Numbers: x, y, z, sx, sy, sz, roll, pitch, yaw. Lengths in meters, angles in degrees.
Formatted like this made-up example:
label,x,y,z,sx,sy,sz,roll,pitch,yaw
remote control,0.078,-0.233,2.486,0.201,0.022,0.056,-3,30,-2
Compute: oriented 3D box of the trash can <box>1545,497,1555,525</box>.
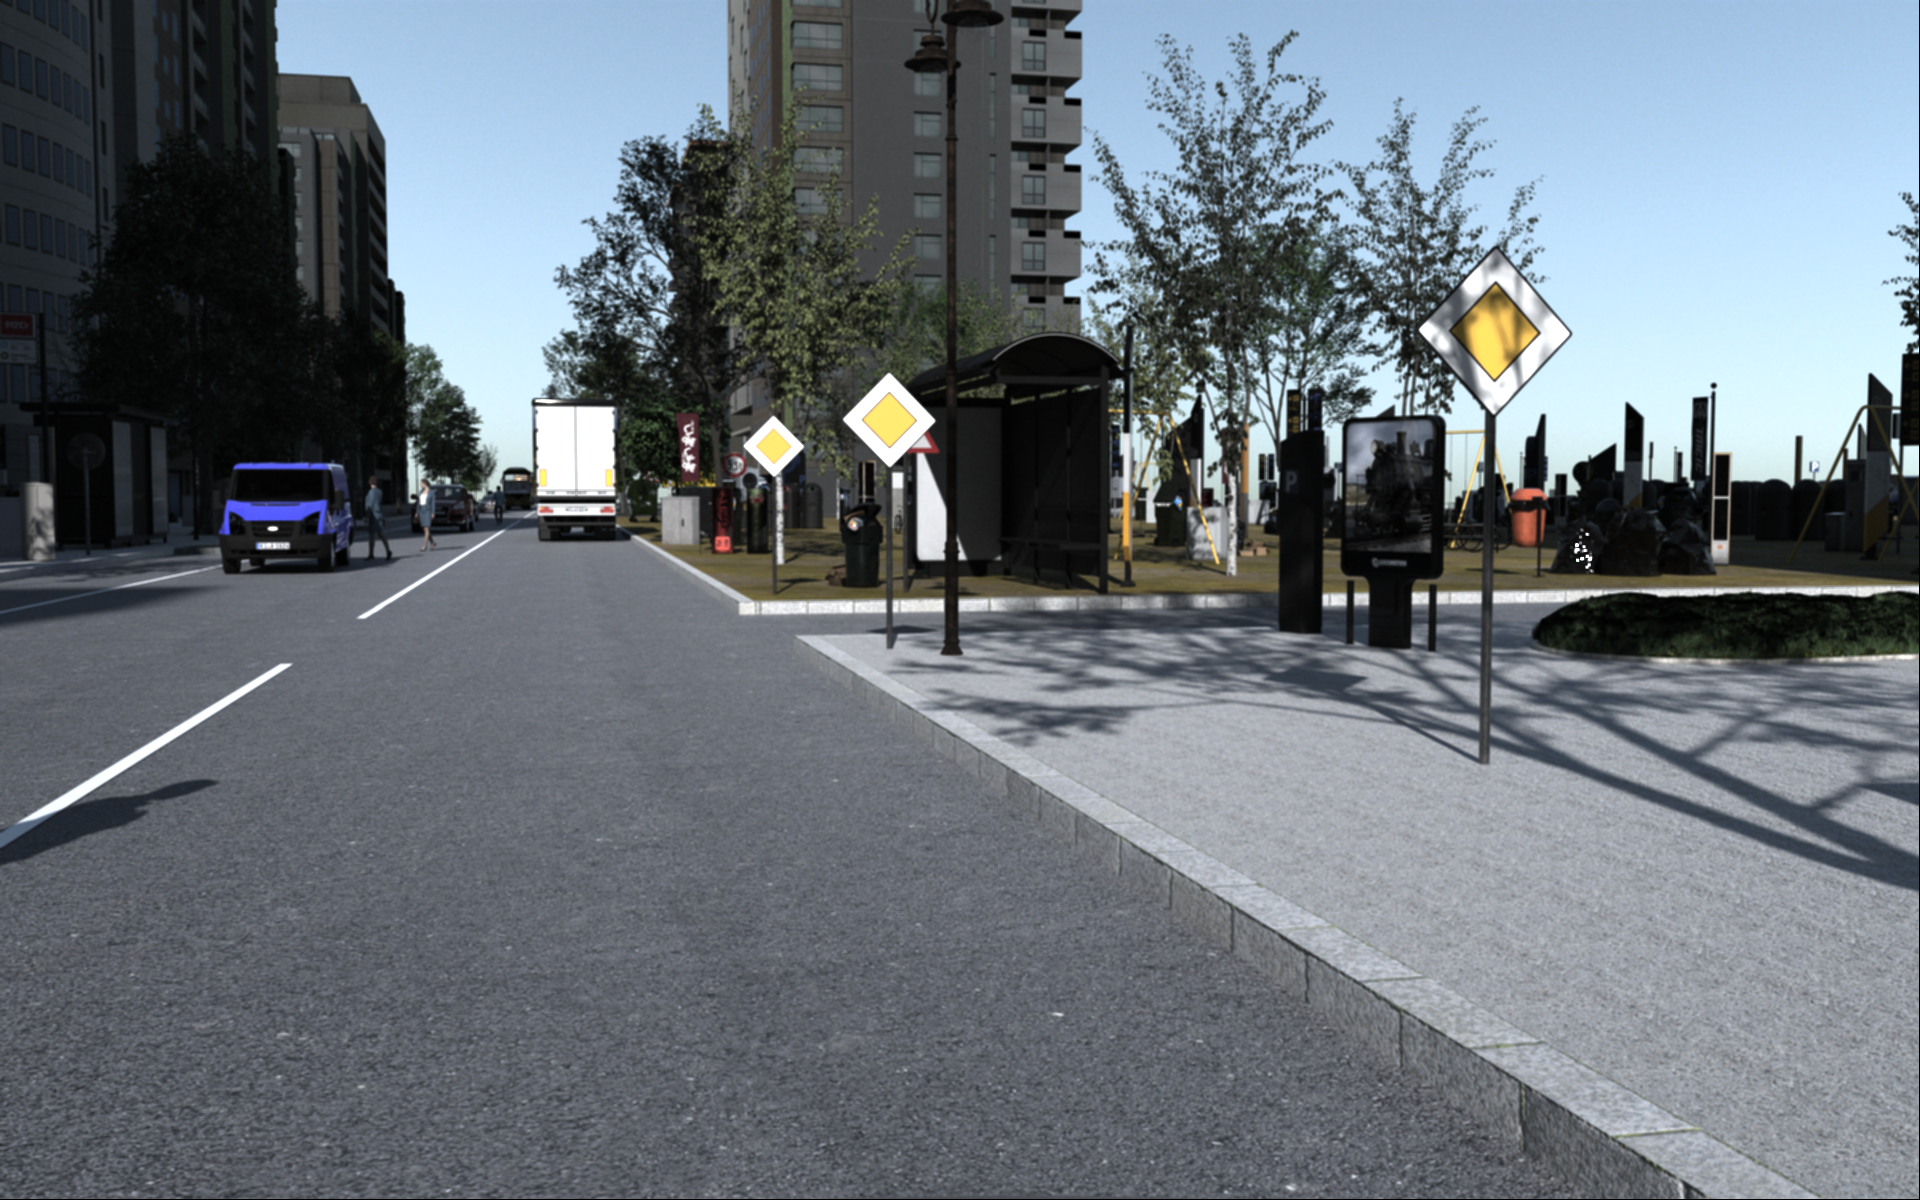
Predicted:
label,x,y,z,sx,sy,sz,roll,pitch,yaw
trash can,25.335,-3.859,74.742,0.748,1.137,0.748,0,3,0

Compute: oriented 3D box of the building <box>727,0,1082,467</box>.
label,x,y,z,sx,sy,sz,roll,pitch,yaw
building,-5.394,-34.325,150.456,28.713,52.752,27.495,-1,4,-13

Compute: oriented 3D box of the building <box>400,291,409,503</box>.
label,x,y,z,sx,sy,sz,roll,pitch,yaw
building,-83.269,-28.382,235.744,14.160,30.474,14.107,-1,4,-13

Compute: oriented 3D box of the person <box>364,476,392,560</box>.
label,x,y,z,sx,sy,sz,roll,pitch,yaw
person,-12.577,-1.762,37.329,0.654,1.822,0.581,2,4,27

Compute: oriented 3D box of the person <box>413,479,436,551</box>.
label,x,y,z,sx,sy,sz,roll,pitch,yaw
person,-13.434,-2.153,43.718,0.581,1.822,0.654,2,4,34

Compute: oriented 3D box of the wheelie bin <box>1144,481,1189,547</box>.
label,x,y,z,sx,sy,sz,roll,pitch,yaw
wheelie bin,5.152,-2.103,42.298,0.693,1.594,0.980,-3,5,-41

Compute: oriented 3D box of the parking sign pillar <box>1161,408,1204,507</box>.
label,x,y,z,sx,sy,sz,roll,pitch,yaw
parking sign pillar,6.960,-4.023,54.251,1.447,3.967,1.447,-1,4,-20

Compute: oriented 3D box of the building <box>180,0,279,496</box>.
label,x,y,z,sx,sy,sz,roll,pitch,yaw
building,-56.673,-26.877,123.026,14.154,41.232,14.086,-1,4,-13

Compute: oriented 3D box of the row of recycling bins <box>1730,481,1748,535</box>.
label,x,y,z,sx,sy,sz,roll,pitch,yaw
row of recycling bins,25.307,-2.968,55.634,1.069,1.692,3.534,3,4,37

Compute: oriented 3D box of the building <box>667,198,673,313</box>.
label,x,y,z,sx,sy,sz,roll,pitch,yaw
building,-29.197,-35.881,241.272,22.147,44.769,28.867,-1,4,-13

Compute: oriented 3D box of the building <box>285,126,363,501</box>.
label,x,y,z,sx,sy,sz,roll,pitch,yaw
building,-72.938,-30.776,186.779,14.154,41.232,14.086,-1,4,-13

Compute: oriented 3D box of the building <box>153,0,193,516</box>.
label,x,y,z,sx,sy,sz,roll,pitch,yaw
building,-51.393,-27.198,94.794,14.600,45.320,14.200,-1,4,-13

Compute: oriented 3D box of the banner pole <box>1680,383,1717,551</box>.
label,x,y,z,sx,sy,sz,roll,pitch,yaw
banner pole,16.861,-3.011,39.249,0.401,3.779,0.863,-1,4,-20

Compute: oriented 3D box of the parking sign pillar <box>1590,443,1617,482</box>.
label,x,y,z,sx,sy,sz,roll,pitch,yaw
parking sign pillar,34.083,-6.322,91.831,1.447,3.967,1.447,2,4,30

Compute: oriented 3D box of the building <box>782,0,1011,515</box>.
label,x,y,z,sx,sy,sz,roll,pitch,yaw
building,-4.932,-26.374,114.811,14.154,41.232,14.086,-1,4,-13

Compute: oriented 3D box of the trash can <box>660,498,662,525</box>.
label,x,y,z,sx,sy,sz,roll,pitch,yaw
trash can,-11.594,-3.504,68.951,0.748,1.137,0.748,0,3,0

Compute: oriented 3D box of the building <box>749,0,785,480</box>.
label,x,y,z,sx,sy,sz,roll,pitch,yaw
building,-7.870,-29.259,128.496,14.600,45.320,14.200,-1,4,-13

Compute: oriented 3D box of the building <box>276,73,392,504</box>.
label,x,y,z,sx,sy,sz,roll,pitch,yaw
building,-79.294,-35.454,203.373,21.300,48.544,21.600,-1,4,-13

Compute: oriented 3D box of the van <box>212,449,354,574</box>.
label,x,y,z,sx,sy,sz,roll,pitch,yaw
van,-12.762,-1.748,32.962,2.240,2.365,5.245,-1,4,-15

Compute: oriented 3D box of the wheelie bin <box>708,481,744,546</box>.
label,x,y,z,sx,sy,sz,roll,pitch,yaw
wheelie bin,-5.782,-2.137,42.852,0.980,1.594,0.693,3,5,39

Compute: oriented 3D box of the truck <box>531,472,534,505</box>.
label,x,y,z,sx,sy,sz,roll,pitch,yaw
truck,-56.401,-14.383,224.068,2.839,4.237,11.283,-1,4,-12

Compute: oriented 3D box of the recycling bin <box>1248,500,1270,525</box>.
label,x,y,z,sx,sy,sz,roll,pitch,yaw
recycling bin,12.659,-3.721,73.389,0.722,1.027,0.722,2,4,30

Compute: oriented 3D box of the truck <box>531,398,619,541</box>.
label,x,y,z,sx,sy,sz,roll,pitch,yaw
truck,-12.455,-4.125,56.357,2.839,4.237,11.283,-1,4,-12

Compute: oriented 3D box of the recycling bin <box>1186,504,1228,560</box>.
label,x,y,z,sx,sy,sz,roll,pitch,yaw
recycling bin,4.906,-1.308,33.946,0.722,1.027,0.722,2,4,32

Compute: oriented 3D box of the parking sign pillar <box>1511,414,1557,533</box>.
label,x,y,z,sx,sy,sz,roll,pitch,yaw
parking sign pillar,19.210,-4.244,57.854,1.447,3.967,1.447,2,4,27

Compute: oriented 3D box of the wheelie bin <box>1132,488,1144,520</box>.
label,x,y,z,sx,sy,sz,roll,pitch,yaw
wheelie bin,8.811,-4.674,84.332,0.980,1.594,0.693,0,4,-6

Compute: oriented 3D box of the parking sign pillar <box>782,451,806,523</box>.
label,x,y,z,sx,sy,sz,roll,pitch,yaw
parking sign pillar,-7.530,-5.470,77.899,1.447,3.967,1.447,3,5,42

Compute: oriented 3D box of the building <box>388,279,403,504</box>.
label,x,y,z,sx,sy,sz,roll,pitch,yaw
building,-80.106,-27.543,222.021,14.160,30.474,14.107,-1,4,-13

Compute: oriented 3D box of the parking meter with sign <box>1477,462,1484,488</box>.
label,x,y,z,sx,sy,sz,roll,pitch,yaw
parking meter with sign,28.766,-5.938,93.355,0.543,3.016,1.738,-3,5,-43

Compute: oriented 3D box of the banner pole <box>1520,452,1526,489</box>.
label,x,y,z,sx,sy,sz,roll,pitch,yaw
banner pole,33.554,-6.910,103.000,0.401,3.779,0.863,-3,5,-39

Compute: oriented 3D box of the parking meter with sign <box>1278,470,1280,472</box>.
label,x,y,z,sx,sy,sz,roll,pitch,yaw
parking meter with sign,17.785,-5.921,93.075,0.543,3.016,1.738,3,5,44

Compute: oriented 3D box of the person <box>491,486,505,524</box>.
label,x,y,z,sx,sy,sz,roll,pitch,yaw
person,-21.795,-4.483,81.808,0.660,1.820,0.620,-3,4,-37

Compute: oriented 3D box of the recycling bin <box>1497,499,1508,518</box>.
label,x,y,z,sx,sy,sz,roll,pitch,yaw
recycling bin,27.190,-4.577,87.384,0.722,1.027,0.722,2,4,28

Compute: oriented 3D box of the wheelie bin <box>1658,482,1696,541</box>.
label,x,y,z,sx,sy,sz,roll,pitch,yaw
wheelie bin,19.296,-2.363,46.543,0.980,1.594,0.693,0,4,-4

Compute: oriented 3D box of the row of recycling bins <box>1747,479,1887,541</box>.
label,x,y,z,sx,sy,sz,roll,pitch,yaw
row of recycling bins,23.840,-2.492,47.853,3.534,1.692,1.069,0,4,-2

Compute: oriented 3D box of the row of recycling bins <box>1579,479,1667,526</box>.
label,x,y,z,sx,sy,sz,roll,pitch,yaw
row of recycling bins,18.538,-2.505,48.075,3.534,1.692,1.069,-2,4,-34

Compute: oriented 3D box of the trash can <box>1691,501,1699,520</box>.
label,x,y,z,sx,sy,sz,roll,pitch,yaw
trash can,35.990,-4.495,85.151,0.748,1.137,0.748,0,3,0

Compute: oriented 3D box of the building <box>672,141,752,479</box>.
label,x,y,z,sx,sy,sz,roll,pitch,yaw
building,-22.761,-34.163,213.183,22.147,44.769,28.867,-1,4,-13

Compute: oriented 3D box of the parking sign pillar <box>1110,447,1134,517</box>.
label,x,y,z,sx,sy,sz,roll,pitch,yaw
parking sign pillar,9.302,-6.784,99.383,1.447,3.967,1.447,0,4,3

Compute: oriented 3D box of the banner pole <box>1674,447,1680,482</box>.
label,x,y,z,sx,sy,sz,roll,pitch,yaw
banner pole,37.765,-6.187,91.181,0.401,3.779,0.863,-1,4,-10

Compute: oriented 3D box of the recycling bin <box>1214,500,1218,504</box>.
label,x,y,z,sx,sy,sz,roll,pitch,yaw
recycling bin,11.054,-3.954,77.204,0.722,1.027,0.722,-1,4,-12

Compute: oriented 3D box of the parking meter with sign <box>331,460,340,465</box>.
label,x,y,z,sx,sy,sz,roll,pitch,yaw
parking meter with sign,-32.392,-5.643,88.523,1.738,3.016,0.543,3,5,40

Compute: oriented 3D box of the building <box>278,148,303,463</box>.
label,x,y,z,sx,sy,sz,roll,pitch,yaw
building,-60.724,-22.349,137.100,14.160,30.474,14.107,-1,4,-13

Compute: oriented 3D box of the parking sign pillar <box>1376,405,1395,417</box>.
label,x,y,z,sx,sy,sz,roll,pitch,yaw
parking sign pillar,12.438,-3.910,52.393,1.447,3.967,1.447,0,4,6

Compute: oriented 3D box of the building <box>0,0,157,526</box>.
label,x,y,z,sx,sy,sz,roll,pitch,yaw
building,-46.550,-32.197,68.427,21.231,58.520,28.212,-1,4,-13

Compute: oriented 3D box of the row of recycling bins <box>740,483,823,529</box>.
label,x,y,z,sx,sy,sz,roll,pitch,yaw
row of recycling bins,-6.746,-3.483,64.064,3.534,1.692,1.069,1,4,14

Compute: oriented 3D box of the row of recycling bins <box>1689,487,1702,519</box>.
label,x,y,z,sx,sy,sz,roll,pitch,yaw
row of recycling bins,38.394,-5.028,89.317,3.534,1.692,1.069,-2,4,-25
